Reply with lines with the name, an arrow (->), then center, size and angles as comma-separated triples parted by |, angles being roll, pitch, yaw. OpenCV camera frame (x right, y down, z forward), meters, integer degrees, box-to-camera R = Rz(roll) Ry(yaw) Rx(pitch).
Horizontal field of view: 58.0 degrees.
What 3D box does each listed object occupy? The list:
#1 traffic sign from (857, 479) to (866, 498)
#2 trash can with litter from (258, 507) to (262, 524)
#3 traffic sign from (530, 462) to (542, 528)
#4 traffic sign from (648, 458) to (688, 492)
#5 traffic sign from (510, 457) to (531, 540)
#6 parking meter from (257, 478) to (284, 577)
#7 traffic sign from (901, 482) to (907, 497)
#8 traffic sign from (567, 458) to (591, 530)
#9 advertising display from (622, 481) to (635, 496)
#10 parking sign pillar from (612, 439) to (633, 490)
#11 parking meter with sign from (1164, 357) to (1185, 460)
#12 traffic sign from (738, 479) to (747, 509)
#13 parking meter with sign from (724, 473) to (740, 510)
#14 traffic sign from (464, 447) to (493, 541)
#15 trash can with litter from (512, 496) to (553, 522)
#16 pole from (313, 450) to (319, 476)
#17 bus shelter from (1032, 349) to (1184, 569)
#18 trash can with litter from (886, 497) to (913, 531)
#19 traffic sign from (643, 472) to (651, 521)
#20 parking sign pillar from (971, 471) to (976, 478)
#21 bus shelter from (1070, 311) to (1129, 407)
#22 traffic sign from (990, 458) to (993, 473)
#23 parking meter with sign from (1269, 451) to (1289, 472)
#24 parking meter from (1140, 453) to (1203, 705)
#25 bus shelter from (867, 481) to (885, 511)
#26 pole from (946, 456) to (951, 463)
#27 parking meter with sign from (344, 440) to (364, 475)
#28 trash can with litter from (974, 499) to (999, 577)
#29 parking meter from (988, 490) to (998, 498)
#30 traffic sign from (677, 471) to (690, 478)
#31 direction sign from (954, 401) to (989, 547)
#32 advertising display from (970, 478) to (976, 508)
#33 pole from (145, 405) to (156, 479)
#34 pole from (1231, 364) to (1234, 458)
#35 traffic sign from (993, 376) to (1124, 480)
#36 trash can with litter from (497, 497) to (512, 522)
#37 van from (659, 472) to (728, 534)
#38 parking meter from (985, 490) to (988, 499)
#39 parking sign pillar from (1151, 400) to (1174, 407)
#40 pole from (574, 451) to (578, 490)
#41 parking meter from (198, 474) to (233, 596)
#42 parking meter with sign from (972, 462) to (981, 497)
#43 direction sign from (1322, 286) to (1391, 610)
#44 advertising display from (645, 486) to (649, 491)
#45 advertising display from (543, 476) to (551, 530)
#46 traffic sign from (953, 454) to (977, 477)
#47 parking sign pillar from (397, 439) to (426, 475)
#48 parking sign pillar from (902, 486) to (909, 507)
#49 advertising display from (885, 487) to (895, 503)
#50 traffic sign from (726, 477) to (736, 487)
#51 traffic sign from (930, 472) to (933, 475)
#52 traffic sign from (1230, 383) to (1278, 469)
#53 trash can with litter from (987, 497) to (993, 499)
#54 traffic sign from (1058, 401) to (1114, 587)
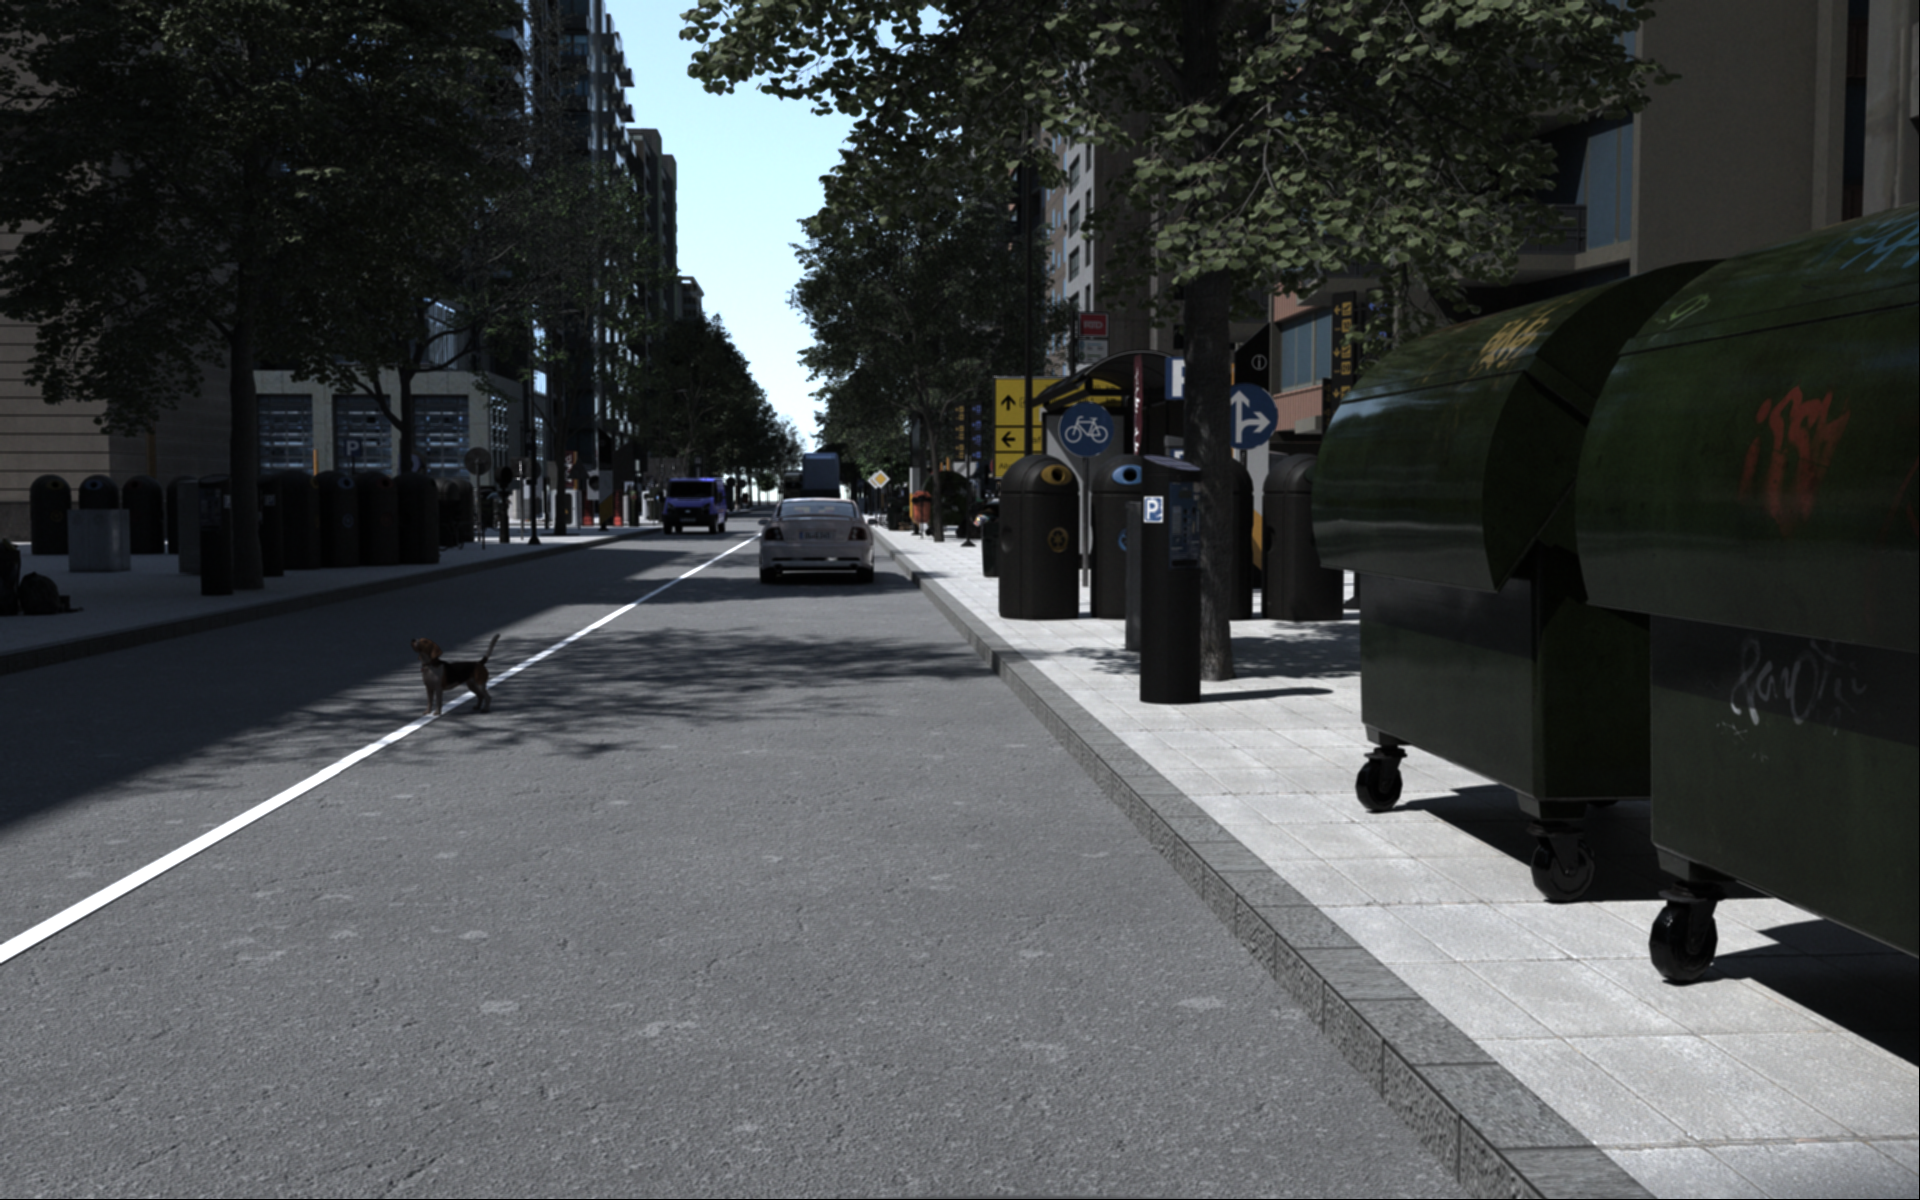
traffic sign -> -8.372, -8.994, 147.157 | 0.768, 2.556, 0.104 | 0, 4, -3
trash can with litter -> -12.893, -1.288, 32.445 | 0.624, 1.170, 1.055 | -2, 4, -26
traffic sign -> -15.974, -3.942, 64.564 | 0.768, 2.556, 0.104 | 0, 4, 1
traffic sign -> -16.285, -6.285, 96.628 | 2.265, 3.308, 0.079 | 0, 4, 1
traffic sign -> -12.208, -2.820, 48.231 | 0.606, 2.300, 0.079 | 0, 4, 1
parking meter -> -10.759, -1.137, 26.996 | 0.372, 1.533, 0.369 | 0, 3, 0
traffic sign -> -3.292, -5.834, 97.508 | 0.606, 2.300, 0.079 | 0, 4, 2
traffic sign -> -13.675, -3.800, 62.140 | 0.884, 2.594, 0.081 | 0, 4, 3
advertising display -> -15.853, -4.747, 82.830 | 0.123, 1.923, 0.974 | 1, 4, 21
parking sign pillar -> -16.671, -5.891, 84.787 | 1.447, 3.967, 1.447 | -1, 4, -21
parking meter with sign -> 2.947, -1.628, 22.887 | 0.543, 3.016, 1.738 | 0, 4, 5
traffic sign -> -18.561, -9.021, 147.604 | 0.768, 2.556, 0.104 | 0, 4, -3
parking meter with sign -> -19.175, -9.023, 143.789 | 1.738, 3.016, 0.543 | 2, 4, 25
traffic sign -> -13.094, -2.874, 47.099 | 0.768, 2.556, 0.104 | 0, 4, 0
trash can with litter -> -19.197, -4.166, 79.169 | 2.233, 1.210, 1.678 | 1, 4, 23
pole -> -29.500, -5.232, 79.390 | 0.158, 3.312, 0.155 | 0, 3, 0
bus shelter -> 2.357, -2.024, 27.024 | 2.014, 3.302, 5.546 | 0, 4, -4
trash can with litter -> -2.081, -3.003, 60.486 | 1.055, 1.170, 0.624 | 3, 5, 43
traffic sign -> -14.514, -4.829, 81.085 | 0.606, 2.300, 0.079 | 0, 4, -3
parking sign pillar -> 0.630, -7.891, 117.492 | 1.447, 3.967, 1.447 | 2, 4, 29
bus shelter -> 2.390, -3.551, 35.683 | 2.179, 5.291, 8.768 | 0, 4, -4
traffic sign -> 1.328, -3.343, 54.772 | 0.768, 2.556, 0.104 | 0, 4, 2
parking meter with sign -> 5.389, -2.068, 30.073 | 0.543, 3.016, 1.738 | 3, 4, 39
parking meter -> 1.302, -0.139, 10.691 | 0.372, 1.533, 0.369 | 0, 3, 0
bus shelter -> -6.470, -9.758, 137.182 | 2.179, 5.291, 8.768 | 0, 4, -4
pole -> -0.541, -5.408, 82.263 | 0.158, 3.312, 0.155 | 0, 3, 0
parking meter with sign -> -19.427, -3.667, 56.210 | 0.543, 3.016, 1.738 | 0, 4, -3
trash can with litter -> 0.542, -0.959, 27.060 | 0.624, 1.170, 1.055 | 0, 4, 2
parking meter -> 2.102, -5.796, 103.168 | 0.372, 1.533, 0.369 | 0, 3, 0
traffic sign -> -13.717, -5.178, 85.837 | 0.795, 2.450, 0.064 | 0, 4, -4
direction sign -> 0.201, -3.075, 42.273 | 0.876, 3.537, 0.379 | 3, 5, 40
advertising display -> 0.405, -3.996, 70.551 | 0.123, 1.923, 0.974 | 2, 4, 24
pole -> -18.609, -2.815, 39.866 | 0.158, 3.312, 0.155 | 0, 3, 0
pole -> 4.334, -2.037, 27.152 | 0.158, 3.312, 0.155 | 0, 3, 0
traffic sign -> 1.696, -2.206, 29.937 | 2.265, 3.308, 0.079 | 0, 4, 1
trash can with litter -> -21.247, -4.199, 80.033 | 0.624, 1.170, 1.055 | 1, 4, 23
van -> -9.700, -3.614, 63.480 | 2.240, 2.365, 5.245 | 0, 4, -3
parking meter -> 1.808, -6.226, 110.211 | 0.372, 1.533, 0.369 | 0, 3, 0
parking sign pillar -> 4.602, -3.078, 38.804 | 1.447, 3.967, 1.447 | -1, 4, -14
pole -> -18.326, -5.430, 82.616 | 0.158, 3.312, 0.155 | 0, 3, 0
parking meter -> -9.458, -0.831, 22.005 | 0.372, 1.533, 0.369 | 0, 3, 0
parking meter with sign -> 0.733, -5.185, 81.040 | 0.543, 3.016, 1.738 | 1, 4, 9
direction sign -> 4.438, -1.668, 19.272 | 0.379, 3.537, 0.876 | -2, 4, -31
advertising display -> -23.674, -7.789, 132.561 | 0.974, 1.923, 0.123 | -3, 4, -39
advertising display -> -15.040, -3.538, 63.060 | 0.123, 1.923, 0.974 | 0, 4, -6
traffic sign -> 0.148, -3.350, 54.879 | 0.768, 2.556, 0.104 | 0, 4, 4
parking sign pillar -> -26.638, -5.855, 84.199 | 1.447, 3.967, 1.447 | 0, 4, 7
parking sign pillar -> -2.924, -7.136, 105.141 | 1.447, 3.967, 1.447 | -2, 4, -27
advertising display -> -6.004, -8.631, 146.336 | 0.974, 1.923, 0.123 | 1, 4, 14
traffic sign -> -17.142, -7.925, 129.672 | 0.768, 2.556, 0.104 | 0, 4, 2
traffic sign -> -1.137, -5.394, 88.300 | 0.768, 2.556, 0.104 | 0, 4, 0
traffic sign -> 3.262, -1.214, 19.955 | 0.768, 2.556, 0.104 | 0, 4, 1
trash can with litter -> 0.613, -2.786, 56.931 | 1.055, 1.170, 0.624 | 2, 4, 29
traffic sign -> 1.737, -1.456, 23.910 | 0.768, 2.556, 0.104 | 0, 4, 0
